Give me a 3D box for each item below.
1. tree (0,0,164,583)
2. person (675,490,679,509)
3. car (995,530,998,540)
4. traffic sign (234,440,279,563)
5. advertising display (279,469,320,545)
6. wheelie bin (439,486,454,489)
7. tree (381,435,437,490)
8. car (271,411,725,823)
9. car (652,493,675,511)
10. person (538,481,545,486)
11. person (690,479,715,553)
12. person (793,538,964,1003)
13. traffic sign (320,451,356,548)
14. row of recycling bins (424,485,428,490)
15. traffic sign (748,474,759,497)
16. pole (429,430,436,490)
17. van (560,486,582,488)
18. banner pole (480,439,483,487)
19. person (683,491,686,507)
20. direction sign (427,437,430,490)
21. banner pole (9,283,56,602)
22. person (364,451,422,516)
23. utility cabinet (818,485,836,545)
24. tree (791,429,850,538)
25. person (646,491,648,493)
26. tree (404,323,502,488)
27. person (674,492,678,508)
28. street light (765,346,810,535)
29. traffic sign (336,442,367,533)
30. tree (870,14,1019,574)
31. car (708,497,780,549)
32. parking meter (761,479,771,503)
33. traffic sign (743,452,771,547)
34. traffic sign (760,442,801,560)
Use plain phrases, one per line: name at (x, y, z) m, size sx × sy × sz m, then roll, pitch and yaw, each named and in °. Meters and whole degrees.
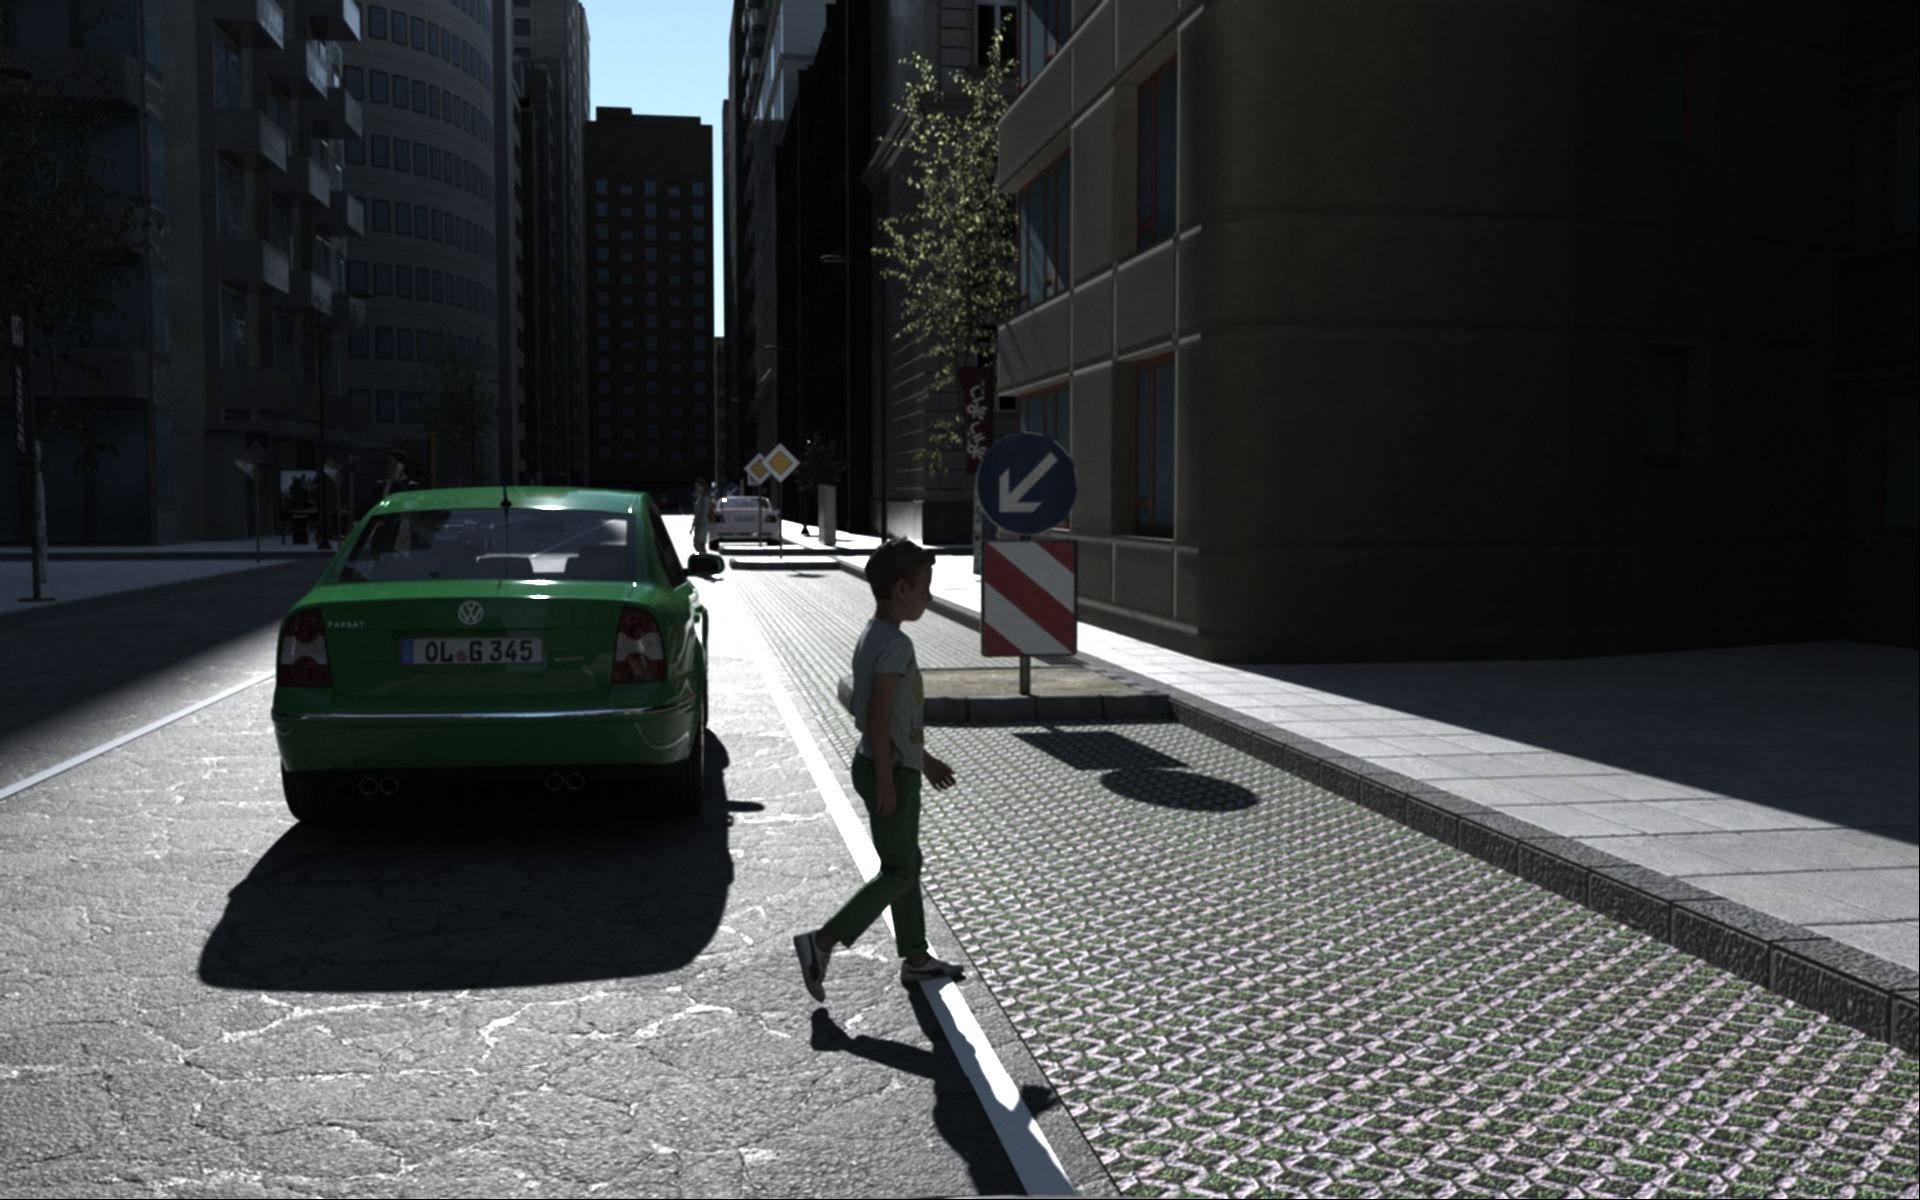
tree at (-13.266, -4.533, 24.474) m, size 4.360 × 8.622 × 3.978 m, roll 0°, pitch 3°, yaw 0°
person at (-27.074, -9.610, 165.605) m, size 0.705 × 1.826 × 1.348 m, roll 0°, pitch 4°, yaw -1°
car at (3.017, -1.894, 39.999) m, size 4.494 × 1.783 × 2.155 m, roll -1°, pitch 4°, yaw -9°
traffic sign at (-13.066, -1.747, 32.206) m, size 0.795 × 2.450 × 0.064 m, roll -1°, pitch 4°, yaw -9°
advertising display at (-16.797, -2.377, 44.071) m, size 0.974 × 1.923 × 0.123 m, roll 0°, pitch 4°, yaw -7°
wheelie bin at (-21.264, -3.898, 71.641) m, size 0.980 × 1.594 × 0.693 m, roll -3°, pitch 4°, yaw -39°
tree at (-18.038, -3.814, 56.958) m, size 1.663 × 3.219 × 1.824 m, roll 0°, pitch 3°, yaw 0°
car at (-2.211, -0.013, 9.003) m, size 1.959 × 1.807 × 4.718 m, roll 0°, pitch 4°, yaw -8°
car at (-26.114, -8.759, 152.255) m, size 2.155 × 1.783 × 4.494 m, roll -1°, pitch 4°, yaw -8°
person at (-12.903, -2.743, 53.353) m, size 0.555 × 1.821 × 0.388 m, roll 0°, pitch 4°, yaw -4°
person at (-4.631, -1.317, 31.029) m, size 0.522 × 1.701 × 0.512 m, roll -2°, pitch 4°, yaw -30°
person at (-0.233, 0.476, 4.973) m, size 0.590 × 1.304 × 0.306 m, roll -2°, pitch 4°, yaw -34°
traffic sign at (-14.376, -2.229, 40.083) m, size 0.795 × 2.450 × 0.064 m, roll -1°, pitch 4°, yaw -9°
row of recycling bins at (-24.620, -4.302, 77.458) m, size 1.069 × 1.692 × 3.534 m, roll -3°, pitch 5°, yaw -44°
traffic sign at (-9.923, -4.969, 83.376) m, size 0.606 × 2.300 × 0.079 m, roll 0°, pitch 4°, yaw -5°
pole at (-16.698, -3.734, 54.896) m, size 0.158 × 3.312 × 0.155 m, roll 0°, pitch 3°, yaw 0°
van at (-20.288, -5.053, 89.628) m, size 2.013 × 2.044 × 4.112 m, roll -1°, pitch 4°, yaw -8°
banner pole at (-21.816, -5.444, 79.020) m, size 0.401 × 3.779 × 0.863 m, roll -1°, pitch 4°, yaw -19°
person at (-28.016, -10.201, 176.210) m, size 0.530 × 1.710 × 0.541 m, roll 1°, pitch 4°, yaw 18°
direction sign at (-21.288, -4.732, 69.372) m, size 0.379 × 3.537 × 0.876 m, roll -1°, pitch 4°, yaw -16°
banner pole at (-11.048, -1.863, 20.476) m, size 0.401 × 3.779 × 0.863 m, roll -1°, pitch 4°, yaw -11°
person at (-6.175, -0.668, 18.786) m, size 0.648 × 1.900 × 0.474 m, roll 0°, pitch 4°, yaw -8°
utility cabinet at (-3.314, -2.120, 43.336) m, size 0.318 × 1.500 × 1.173 m, roll -1°, pitch 4°, yaw -12°
tree at (-4.330, -3.482, 51.529) m, size 1.663 × 3.219 × 1.824 m, roll 0°, pitch 3°, yaw 0°
person at (-26.096, -8.245, 144.244) m, size 0.436 × 1.711 × 0.756 m, roll 0°, pitch 4°, yaw 7°
tree at (-21.440, -7.558, 73.929) m, size 4.737 × 8.622 × 4.395 m, roll 0°, pitch 3°, yaw 0°
person at (-29.042, -10.258, 177.136) m, size 0.541 × 1.710 × 0.530 m, roll -2°, pitch 4°, yaw -27°
street light at (-5.453, -5.026, 54.722) m, size 1.470 × 5.913 × 1.316 m, roll -1°, pitch 4°, yaw -9°
traffic sign at (-14.840, -2.575, 42.211) m, size 0.768 × 2.556 × 0.104 m, roll 0°, pitch 4°, yaw -3°
tree at (0.414, -4.731, 27.711) m, size 4.360 × 8.622 × 3.978 m, roll 0°, pitch 3°, yaw 0°
car at (-5.764, -2.065, 46.123) m, size 2.083 × 1.381 × 4.827 m, roll 0°, pitch 4°, yaw -8°
parking meter at (-7.687, -3.829, 68.309) m, size 0.399 × 1.863 × 0.255 m, roll 0°, pitch 4°, yaw 7°
traffic sign at (-4.809, -2.324, 41.647) m, size 0.795 × 2.450 × 0.064 m, roll -1°, pitch 4°, yaw -9°
traffic sign at (-3.499, -1.843, 33.770) m, size 0.795 × 2.450 × 0.064 m, roll -1°, pitch 4°, yaw -9°
